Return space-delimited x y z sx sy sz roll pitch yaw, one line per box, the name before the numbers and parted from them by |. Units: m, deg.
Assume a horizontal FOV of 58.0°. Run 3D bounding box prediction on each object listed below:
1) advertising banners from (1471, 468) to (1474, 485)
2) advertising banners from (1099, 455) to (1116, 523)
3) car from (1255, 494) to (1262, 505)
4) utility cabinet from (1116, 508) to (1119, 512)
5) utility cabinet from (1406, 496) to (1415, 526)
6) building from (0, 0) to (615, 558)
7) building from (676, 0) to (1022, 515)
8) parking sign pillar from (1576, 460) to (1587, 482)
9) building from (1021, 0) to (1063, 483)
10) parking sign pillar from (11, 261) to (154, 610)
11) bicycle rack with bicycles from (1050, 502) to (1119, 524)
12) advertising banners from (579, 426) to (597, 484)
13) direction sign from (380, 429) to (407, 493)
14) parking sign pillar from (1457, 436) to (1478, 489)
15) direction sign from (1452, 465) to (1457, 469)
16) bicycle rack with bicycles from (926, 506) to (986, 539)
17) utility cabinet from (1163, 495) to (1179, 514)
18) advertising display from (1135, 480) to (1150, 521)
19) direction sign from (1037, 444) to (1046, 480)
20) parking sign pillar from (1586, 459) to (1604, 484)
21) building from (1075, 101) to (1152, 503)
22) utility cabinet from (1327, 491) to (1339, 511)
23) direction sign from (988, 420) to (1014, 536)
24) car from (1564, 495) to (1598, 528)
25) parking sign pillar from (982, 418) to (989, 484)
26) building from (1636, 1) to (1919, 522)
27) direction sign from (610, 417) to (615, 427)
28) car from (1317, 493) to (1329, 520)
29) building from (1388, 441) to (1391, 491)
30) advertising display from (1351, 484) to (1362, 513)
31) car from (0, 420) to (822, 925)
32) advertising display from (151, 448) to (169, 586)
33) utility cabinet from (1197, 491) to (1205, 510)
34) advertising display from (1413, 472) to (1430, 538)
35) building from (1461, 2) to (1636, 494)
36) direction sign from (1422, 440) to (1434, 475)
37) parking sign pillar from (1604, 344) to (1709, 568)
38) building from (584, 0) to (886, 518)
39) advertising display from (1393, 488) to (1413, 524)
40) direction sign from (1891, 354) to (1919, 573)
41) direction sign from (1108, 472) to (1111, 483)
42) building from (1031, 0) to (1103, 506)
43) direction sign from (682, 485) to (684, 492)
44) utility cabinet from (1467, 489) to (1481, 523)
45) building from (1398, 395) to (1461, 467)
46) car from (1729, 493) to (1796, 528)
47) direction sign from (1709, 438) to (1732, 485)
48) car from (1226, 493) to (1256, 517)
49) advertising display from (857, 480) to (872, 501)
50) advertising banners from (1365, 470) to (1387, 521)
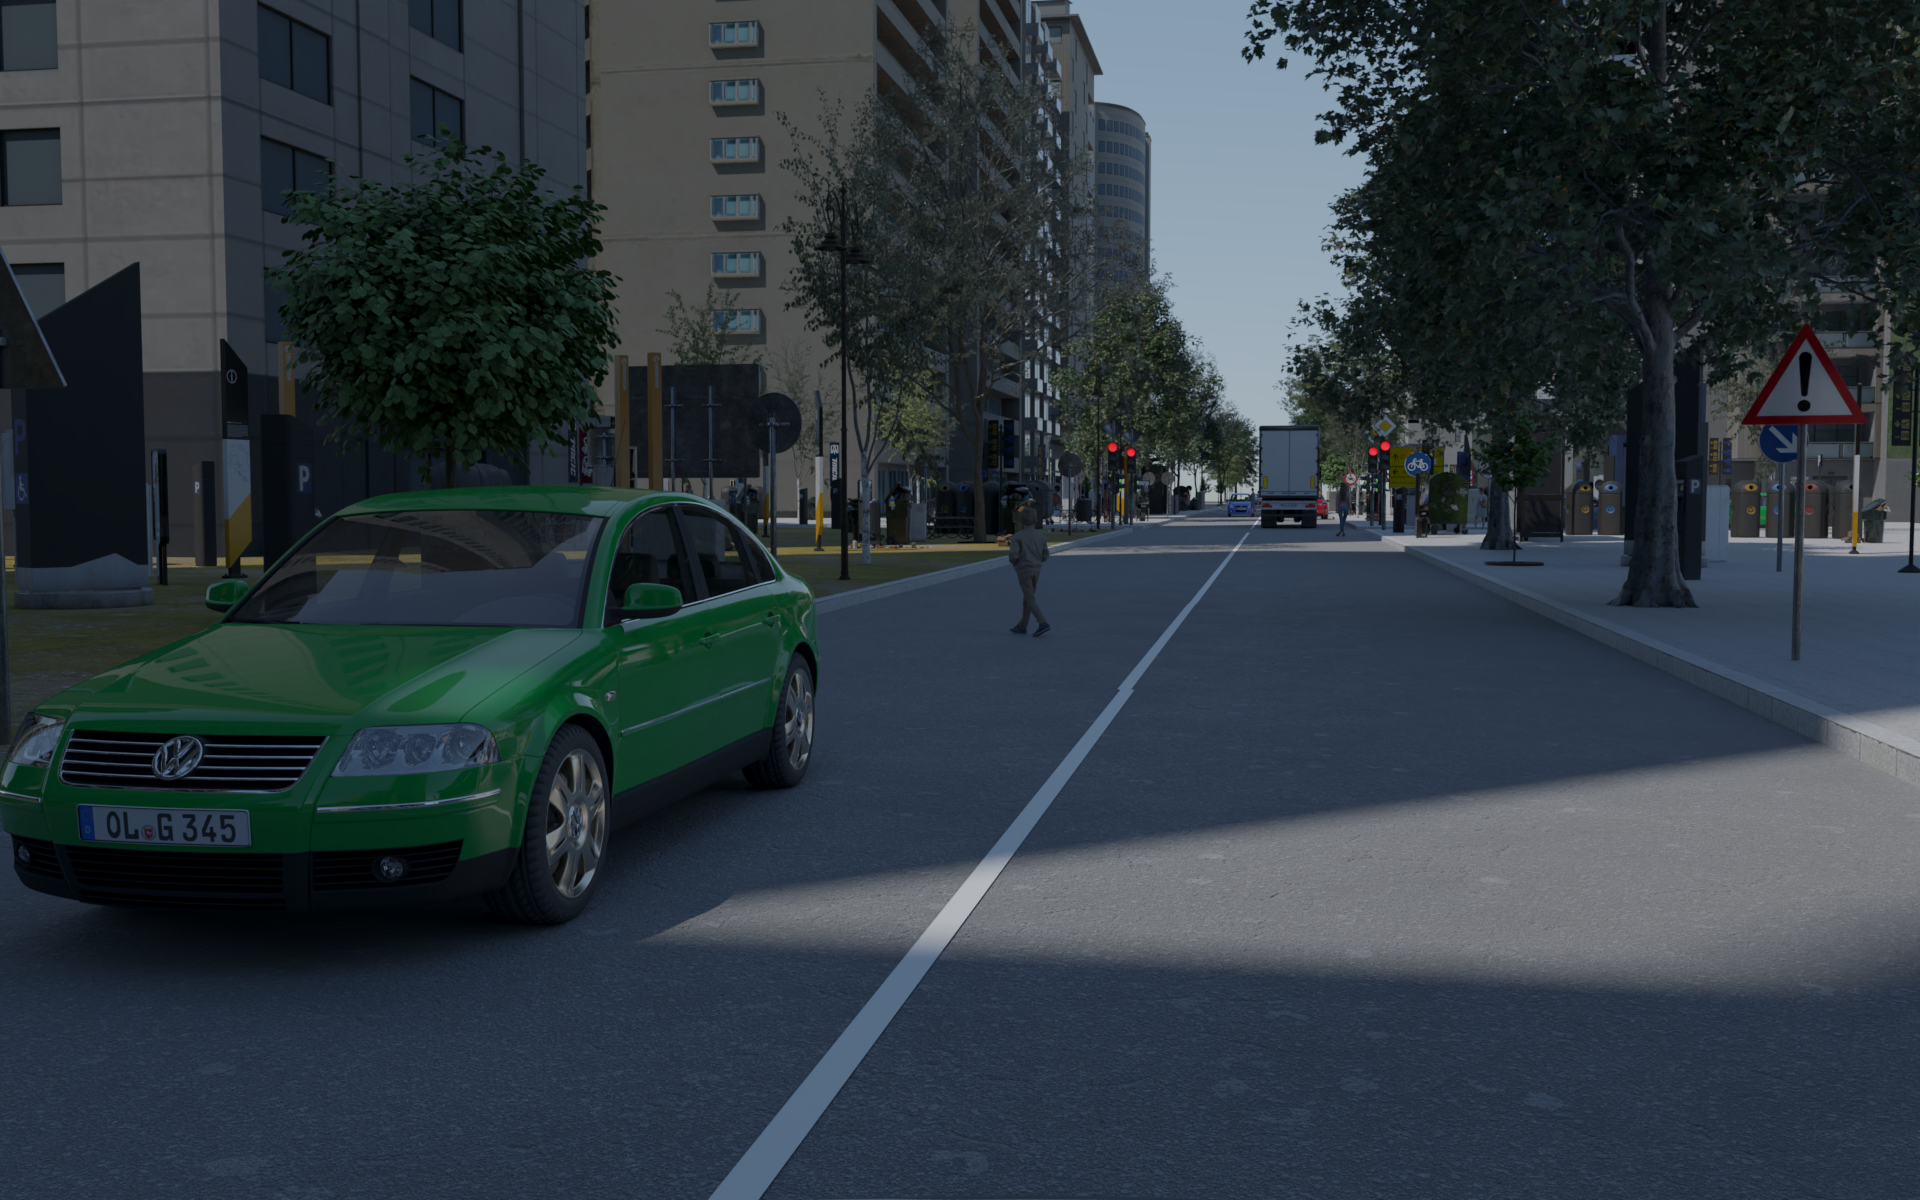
advertising banners | 35.143 -7.376 116.786 2.074 3.025 0.090 1 4 19
advertising banners | 6.610 -5.020 78.265 0.090 3.025 2.074 1 4 23
car | 34.365 -11.678 199.974 2.155 1.783 4.494 1 4 10
utility cabinet | 11.516 -6.855 120.752 1.173 1.500 0.318 0 4 -1
utility cabinet | 18.554 -3.593 69.903 1.020 1.237 0.306 1 4 22
building | -22.798 -37.083 44.553 20.611 71.187 20.563 1 4 10
building | -7.392 -31.051 131.385 21.300 48.544 21.600 1 4 10
parking sign pillar | 35.694 -6.776 99.254 1.447 3.967 1.447 2 4 35
building | -2.518 -33.305 164.153 23.786 49.044 30.456 1 4 10
parking sign pillar | -10.069 -1.917 19.811 1.447 3.967 1.447 3 5 41
bicycle rack with bicycles | 5.297 -3.789 75.327 2.925 0.926 2.852 1 4 18
advertising banners | -10.373 -2.995 45.153 2.074 3.025 0.090 1 4 17
direction sign | -9.884 -2.343 30.297 0.379 3.537 0.876 1 4 13
parking sign pillar | 22.791 -5.495 78.314 1.447 3.967 1.447 1 4 8
direction sign | 38.028 -8.640 133.268 0.876 3.537 0.379 1 4 12
bicycle rack with bicycles | -0.573 -2.221 49.699 2.925 0.926 2.852 -1 4 -15
utility cabinet | 13.849 -6.278 113.814 1.020 1.237 0.306 0 4 0
advertising display | 8.577 -4.660 81.408 0.123 1.923 0.974 3 5 42
direction sign | 3.714 -5.320 78.981 0.379 3.537 0.876 2 4 26
parking sign pillar | 21.862 -4.203 57.186 1.447 3.967 1.447 -2 4 -29
building | 16.870 -43.856 259.042 21.231 58.520 28.212 1 4 10
utility cabinet | 27.545 -7.268 127.508 1.173 1.500 0.318 -2 4 -28
direction sign | 1.254 -3.725 52.904 0.876 3.537 0.379 2 4 27
car | 23.495 -3.244 65.045 4.499 1.417 2.014 1 4 10
parking sign pillar | 0.783 -4.446 61.163 1.447 3.967 1.447 0 4 -1
building | 41.524 -24.520 84.491 14.086 41.232 14.154 1 4 10
direction sign | -9.803 -3.601 50.872 0.876 3.537 0.379 -1 4 -21
car | 20.026 -5.497 98.910 2.155 1.783 4.494 1 4 9
building | 82.287 -40.406 284.333 21.300 48.544 21.600 1 4 10
advertising display | 26.436 -6.777 116.020 0.974 1.923 0.123 1 4 12
car | -1.888 0.093 7.277 1.959 1.807 4.718 1 4 10
advertising display | -11.344 -1.184 24.571 0.123 1.923 0.974 -2 4 -30
utility cabinet | 19.751 -8.155 142.012 0.318 1.500 1.173 -1 4 -11
advertising display | 13.543 -2.784 50.730 0.123 1.923 0.974 2 4 32
building | 59.869 -51.779 159.259 22.319 86.520 31.000 1 4 10
direction sign | 19.418 -4.888 71.922 0.379 3.537 0.876 -1 4 -17
parking sign pillar | 12.474 -2.575 30.580 1.447 3.967 1.447 -3 5 -43
building | -13.100 -29.278 102.392 21.300 48.544 21.600 1 4 10
advertising display | 18.959 -4.202 73.919 0.974 1.923 0.123 -1 4 -13
direction sign | 15.525 -2.213 28.177 0.876 3.537 0.379 -1 4 -13
direction sign | 10.784 -7.996 122.729 0.379 3.537 0.876 -2 4 -34
building | 0.362 -36.922 192.916 28.713 52.752 27.495 1 4 10
direction sign | -10.311 -4.425 64.350 0.876 3.537 0.379 -2 4 -32
utility cabinet | 22.198 -4.088 75.521 1.173 1.500 0.318 -2 4 -25
building | 80.467 -41.002 259.627 28.713 52.752 27.495 1 4 10
car | 28.723 -3.329 63.232 4.718 1.807 1.959 1 4 8
direction sign | 30.613 -4.758 69.794 0.876 3.537 0.379 0 4 3
car | 17.955 -6.183 110.678 1.945 1.707 3.694 1 4 9
advertising display | -4.264 -4.429 77.620 0.123 1.923 0.974 2 4 32
advertising banners | 19.870 -5.285 82.604 0.090 3.025 2.074 -1 4 -15
